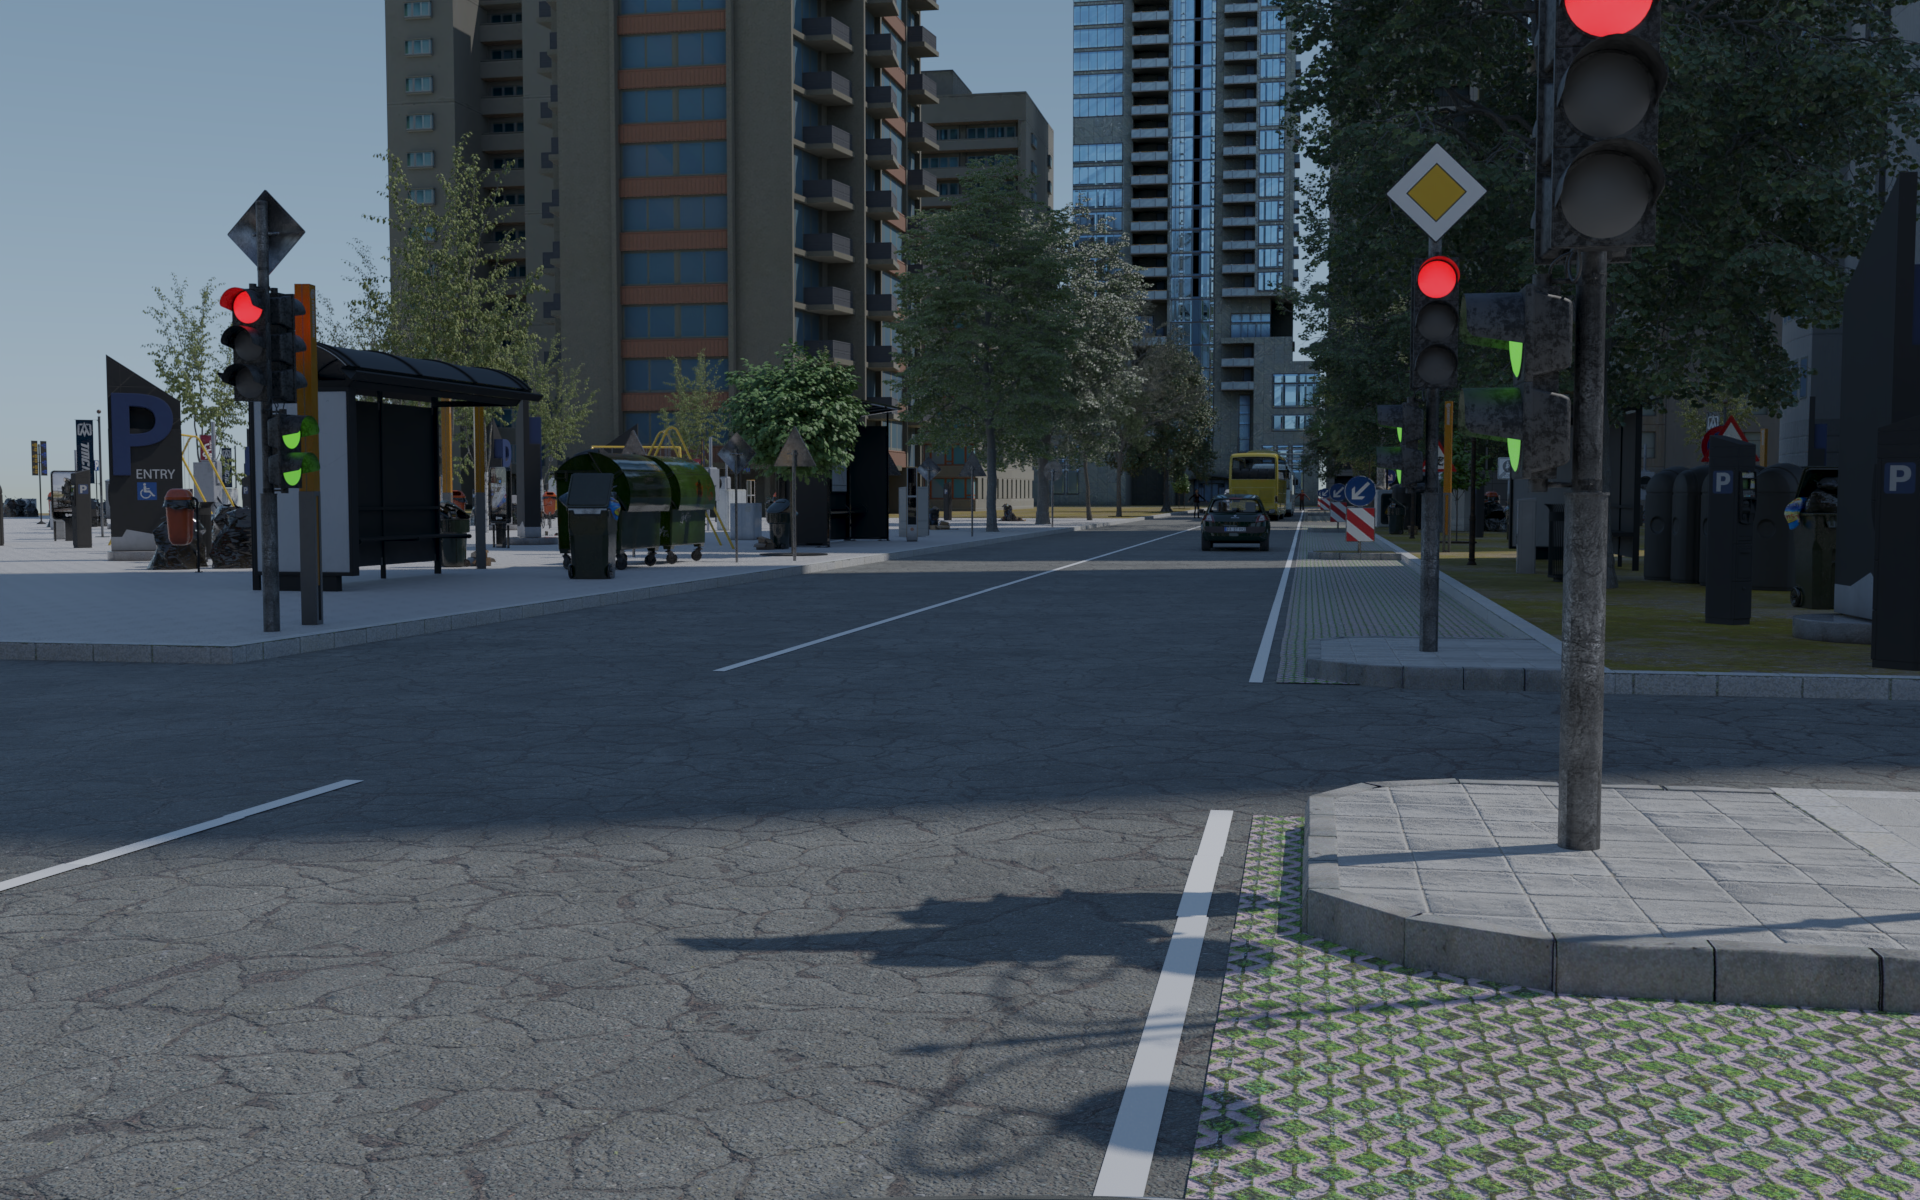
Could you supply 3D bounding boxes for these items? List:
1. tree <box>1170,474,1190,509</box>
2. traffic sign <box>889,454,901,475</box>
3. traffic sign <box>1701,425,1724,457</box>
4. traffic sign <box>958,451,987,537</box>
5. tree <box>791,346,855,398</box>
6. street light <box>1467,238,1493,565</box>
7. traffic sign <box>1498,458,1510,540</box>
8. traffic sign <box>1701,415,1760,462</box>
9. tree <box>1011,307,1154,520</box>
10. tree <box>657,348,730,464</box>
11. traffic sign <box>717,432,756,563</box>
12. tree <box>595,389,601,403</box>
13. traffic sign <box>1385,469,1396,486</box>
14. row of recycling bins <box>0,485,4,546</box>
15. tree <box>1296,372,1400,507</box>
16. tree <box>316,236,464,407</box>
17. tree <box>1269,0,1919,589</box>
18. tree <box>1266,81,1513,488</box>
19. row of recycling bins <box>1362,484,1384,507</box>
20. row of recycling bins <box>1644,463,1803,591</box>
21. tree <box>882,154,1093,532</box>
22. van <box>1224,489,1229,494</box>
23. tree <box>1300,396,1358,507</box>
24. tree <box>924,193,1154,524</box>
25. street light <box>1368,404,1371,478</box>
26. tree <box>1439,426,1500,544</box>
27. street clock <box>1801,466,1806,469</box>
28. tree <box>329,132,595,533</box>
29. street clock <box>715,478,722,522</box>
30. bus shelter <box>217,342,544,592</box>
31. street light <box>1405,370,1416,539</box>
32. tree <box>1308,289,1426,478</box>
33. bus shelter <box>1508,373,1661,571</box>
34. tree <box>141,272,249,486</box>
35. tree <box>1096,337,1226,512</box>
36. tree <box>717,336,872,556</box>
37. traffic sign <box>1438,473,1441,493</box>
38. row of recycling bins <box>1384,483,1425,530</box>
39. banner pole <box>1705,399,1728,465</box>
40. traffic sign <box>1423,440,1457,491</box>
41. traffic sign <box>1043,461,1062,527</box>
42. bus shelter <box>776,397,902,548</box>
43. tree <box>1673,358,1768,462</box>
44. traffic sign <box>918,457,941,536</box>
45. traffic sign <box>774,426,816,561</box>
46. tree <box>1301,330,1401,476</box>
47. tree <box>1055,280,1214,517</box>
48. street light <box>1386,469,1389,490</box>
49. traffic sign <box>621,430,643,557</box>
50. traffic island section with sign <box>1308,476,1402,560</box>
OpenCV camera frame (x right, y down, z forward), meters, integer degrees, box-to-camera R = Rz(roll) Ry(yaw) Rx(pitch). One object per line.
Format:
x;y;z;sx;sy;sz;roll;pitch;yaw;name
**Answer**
18.867;-9.493;149.804;1.663;3.219;1.824;0;3;0;tree
-2.097;-2.990;48.886;0.884;2.594;0.081;1;4;14;traffic sign
14.099;-1.954;32.056;0.768;2.556;0.104;1;4;21;traffic sign
0.369;-3.191;52.180;0.884;2.594;0.081;1;4;17;traffic sign
-7.254;-8.240;85.091;4.737;8.622;4.395;0;3;0;tree
9.248;-3.568;31.120;0.468;5.910;1.993;1;4;11;street light
15.407;-2.845;48.646;0.606;2.300;0.079;1;4;13;traffic sign
12.720;-1.752;28.644;0.884;2.594;0.081;1;4;20;traffic sign
6.052;-9.183;84.553;7.601;10.594;8.767;2;4;31;tree
-13.605;-8.421;88.048;4.737;8.622;4.395;0;3;0;tree
-4.180;-1.908;32.377;0.795;2.450;0.064;1;4;18;traffic sign
-18.623;-7.804;77.957;4.737;8.622;4.395;0;3;0;tree
21.430;-5.297;86.710;0.768;2.556;0.104;1;4;18;traffic sign
-24.795;-2.247;43.849;1.069;1.692;3.534;-2;4;-29;row of recycling bins
28.652;-12.596;122.952;9.611;12.733;9.660;0;3;0;tree
-16.067;-6.011;48.637;4.360;8.622;3.978;0;3;0;tree
8.674;-7.131;23.240;9.857;13.997;8.962;0;3;0;tree
19.843;-13.543;77.311;12.611;20.169;13.585;0;3;0;tree
18.687;-3.971;72.036;3.534;1.692;1.069;2;4;30;row of recycling bins
10.809;-1.064;24.506;1.069;1.692;3.534;0;4;-6;row of recycling bins
0.843;-8.573;58.292;7.486;12.596;7.792;0;3;0;tree
23.657;-8.774;150.463;2.013;2.044;4.112;1;4;10;van
35.059;-14.861;153.348;12.009;13.543;11.850;0;3;0;tree
3.437;-10.216;73.681;9.857;13.997;8.962;0;3;0;tree
20.525;-6.975;86.837;0.468;5.910;1.993;1;4;11;street light
12.906;-3.089;45.115;1.663;3.219;1.824;0;3;0;tree
21.975;-2.478;45.078;0.358;2.002;0.471;2;4;32;street clock
-10.721;-5.242;36.067;4.737;8.622;4.395;0;3;0;tree
-11.051;-4.550;78.959;0.358;2.002;0.471;-2;4;-33;street clock
-8.194;-1.917;25.262;2.014;3.302;5.546;1;4;11;bus shelter
13.024;-4.704;49.700;0.468;5.910;1.993;1;4;11;street light
22.772;-10.732;93.603;7.486;12.596;7.792;0;3;0;tree
11.052;-2.288;31.333;2.014;3.302;5.546;1;4;11;bus shelter
-25.284;-6.595;58.193;4.737;8.622;4.395;0;3;0;tree
14.975;-12.769;125.775;9.611;12.733;9.660;0;3;0;tree
-3.431;-3.216;36.294;4.285;4.588;4.351;0;3;0;tree
13.719;-2.912;49.741;0.606;2.300;0.079;1;4;19;traffic sign
16.781;-3.451;63.545;1.069;1.692;3.534;2;4;33;row of recycling bins
20.123;-3.428;46.066;0.401;3.779;0.863;-1;4;-23;banner pole
11.419;-2.535;41.456;0.884;2.594;0.081;1;4;19;traffic sign
3.588;-4.102;67.166;0.768;2.556;0.104;1;4;20;traffic sign
-3.025;-3.254;44.479;1.731;3.624;6.357;1;4;11;bus shelter
36.074;-8.054;82.052;4.737;8.622;4.395;0;3;0;tree
-0.969;-3.192;53.377;0.795;2.450;0.064;1;4;13;traffic sign
-3.171;-2.027;33.144;0.884;2.594;0.081;1;4;20;traffic sign
24.206;-10.844;103.061;9.928;11.665;9.643;0;3;0;tree
8.911;-11.405;96.848;12.009;13.543;11.850;0;3;0;tree
16.842;-5.837;68.229;0.468;5.910;1.993;1;4;11;street light
-6.653;-2.156;35.253;0.884;2.594;0.081;1;4;21;traffic sign
8.703;-1.811;38.239;1.989;1.847;2.006;1;4;11;traffic island section with sign
